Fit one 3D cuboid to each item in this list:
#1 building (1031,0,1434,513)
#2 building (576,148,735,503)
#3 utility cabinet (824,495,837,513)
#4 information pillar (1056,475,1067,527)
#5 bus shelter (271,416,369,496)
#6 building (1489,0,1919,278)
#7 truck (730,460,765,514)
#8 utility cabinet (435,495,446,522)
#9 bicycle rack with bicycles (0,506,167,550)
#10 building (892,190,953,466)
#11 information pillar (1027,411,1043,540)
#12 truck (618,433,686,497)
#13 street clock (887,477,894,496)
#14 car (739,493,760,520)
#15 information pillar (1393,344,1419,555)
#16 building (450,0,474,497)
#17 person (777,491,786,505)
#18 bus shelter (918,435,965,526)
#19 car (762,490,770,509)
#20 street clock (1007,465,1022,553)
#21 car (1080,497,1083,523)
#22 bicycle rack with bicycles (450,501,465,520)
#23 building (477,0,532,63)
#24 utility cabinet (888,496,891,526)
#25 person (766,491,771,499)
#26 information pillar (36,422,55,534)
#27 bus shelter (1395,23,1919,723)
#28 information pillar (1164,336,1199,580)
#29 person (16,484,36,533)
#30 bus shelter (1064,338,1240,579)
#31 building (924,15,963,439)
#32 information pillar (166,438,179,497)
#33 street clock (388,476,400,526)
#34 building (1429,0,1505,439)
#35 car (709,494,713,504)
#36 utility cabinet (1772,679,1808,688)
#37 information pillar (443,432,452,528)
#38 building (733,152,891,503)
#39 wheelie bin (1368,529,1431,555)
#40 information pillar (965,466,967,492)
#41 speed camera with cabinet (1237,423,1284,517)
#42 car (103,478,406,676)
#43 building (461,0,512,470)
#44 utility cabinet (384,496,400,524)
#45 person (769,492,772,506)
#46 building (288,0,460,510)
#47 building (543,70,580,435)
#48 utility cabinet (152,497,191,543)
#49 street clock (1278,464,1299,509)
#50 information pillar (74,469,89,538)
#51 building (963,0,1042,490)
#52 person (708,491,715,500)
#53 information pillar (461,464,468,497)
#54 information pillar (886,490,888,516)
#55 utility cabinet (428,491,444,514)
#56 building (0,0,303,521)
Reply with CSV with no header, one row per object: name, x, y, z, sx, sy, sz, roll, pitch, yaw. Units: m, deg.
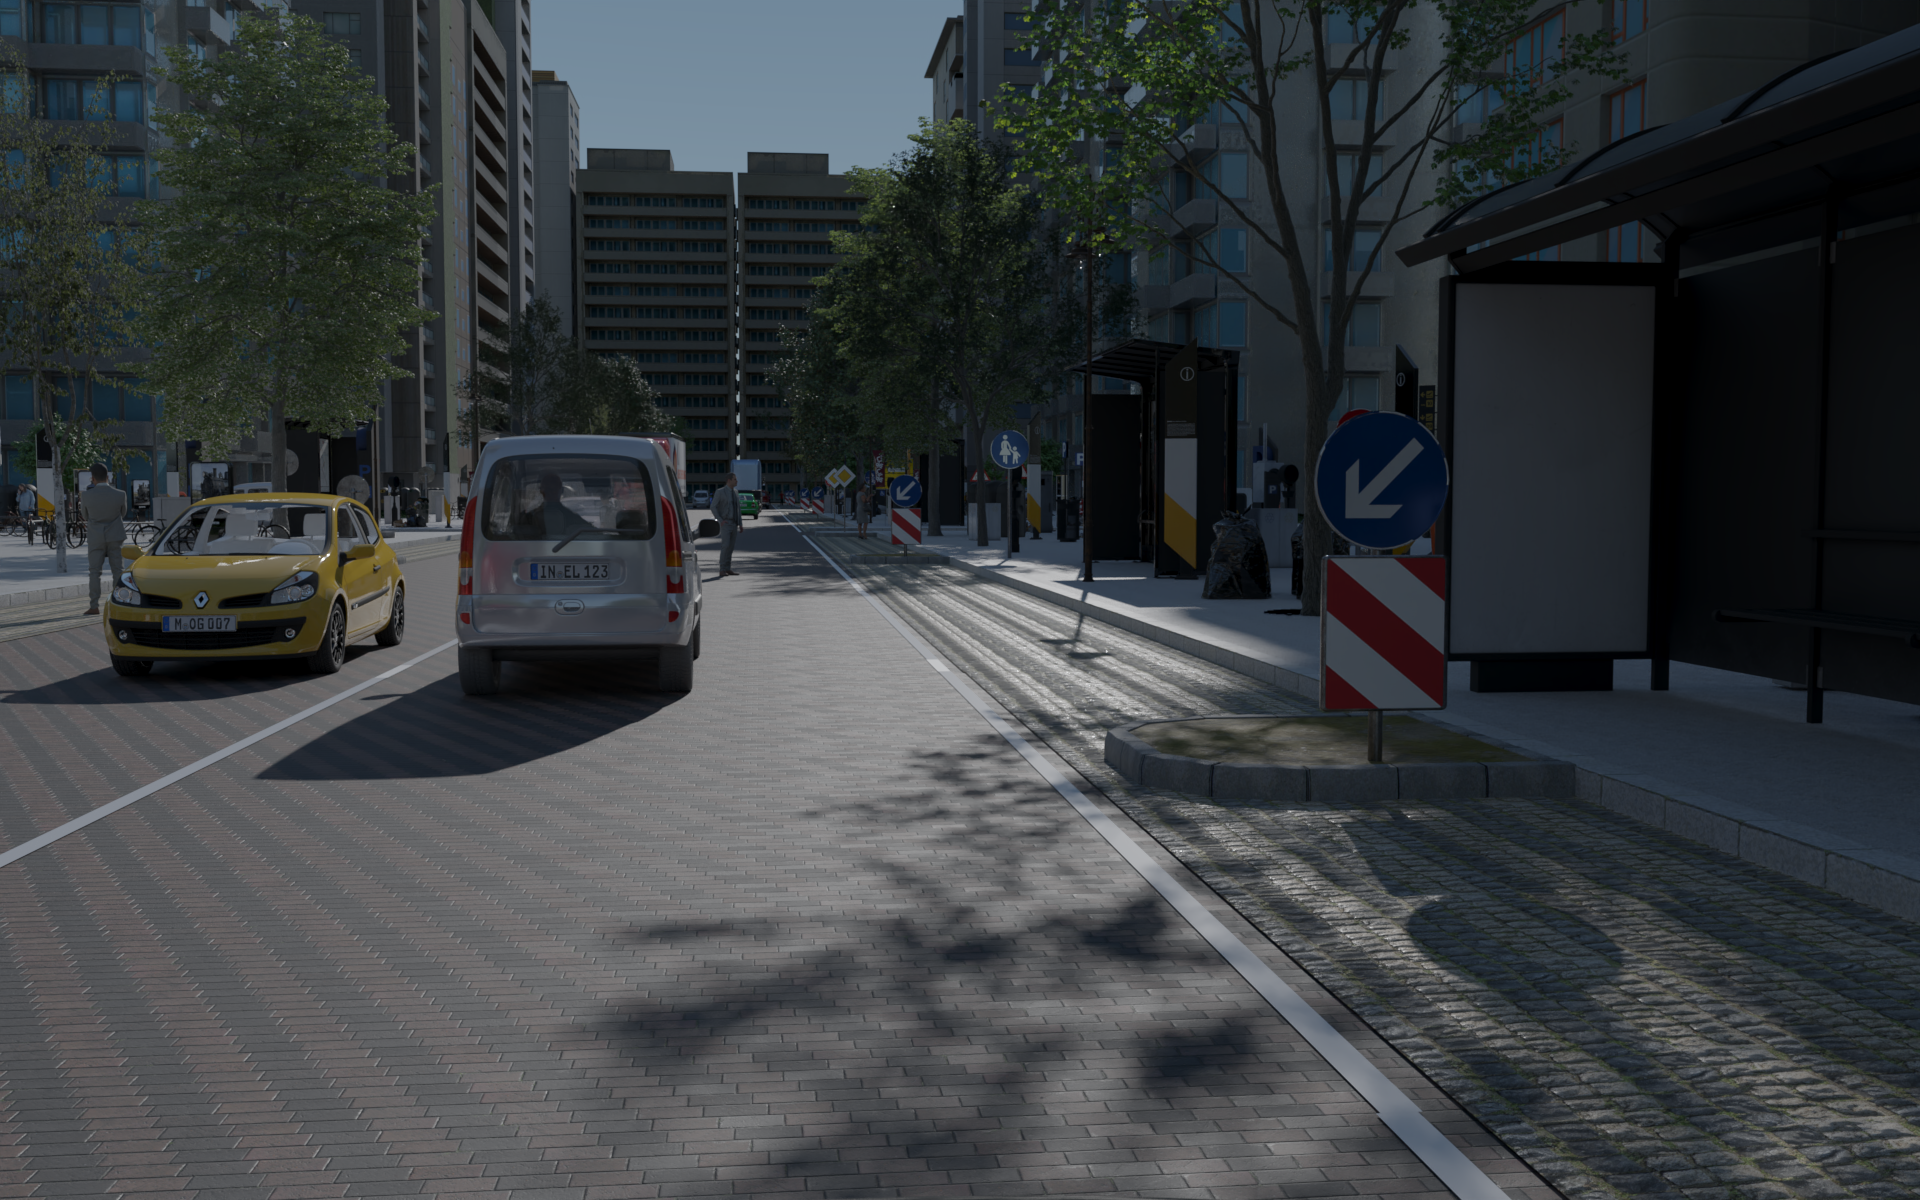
building,17.502,-31.121,128.436,23.786,49.044,30.456,0,4,-7
building,-42.508,-38.067,246.089,21.600,48.544,21.300,0,4,-7
utility cabinet,-8.636,-6.463,116.838,1.020,1.237,0.306,0,4,8
information pillar,3.953,-3.843,67.329,0.304,2.012,0.304,-3,5,-42
bus shelter,-19.489,-3.799,53.399,1.731,3.624,6.357,0,4,-7
building,28.742,-11.360,30.777,27.650,21.520,28.899,0,4,-7
truck,-16.151,-8.557,129.659,2.967,4.110,18.799,0,4,-6
utility cabinet,-23.896,-4.189,79.658,0.306,1.237,1.020,0,4,-6
bicycle rack with bicycles,-20.374,-1.691,41.025,2.852,0.926,2.925,1,4,21
building,-2.923,-36.550,247.698,14.200,45.320,14.600,0,4,-7
information pillar,2.088,-3.504,48.642,0.504,3.616,0.183,-3,5,-45
truck,-14.522,-5.648,81.266,2.839,4.237,11.283,0,4,-5
street clock,-2.965,-4.272,74.410,0.358,2.002,0.471,1,4,15
car,-12.313,-5.458,98.036,1.959,1.807,4.718,0,4,-6
information pillar,6.909,-2.173,26.890,0.183,3.616,0.504,-1,4,-22
building,-48.891,-30.196,143.807,14.600,45.320,14.200,0,4,-7
person,-20.645,-11.765,200.787,1.348,1.831,0.705,-3,5,-41
bus shelter,-0.916,-4.930,71.893,1.731,3.624,6.357,0,4,-6
car,-19.258,-9.591,165.480,2.281,1.827,5.304,0,4,-6
street clock,1.196,-2.043,37.978,0.358,2.002,0.471,-1,4,-14
car,6.977,-3.391,64.113,5.304,1.827,2.281,0,4,-5
bicycle rack with bicycles,-24.064,-4.391,85.168,2.852,0.926,2.925,1,4,11
building,-60.829,-39.443,186.897,28.212,58.520,21.231,0,4,-7
utility cabinet,-2.691,-3.610,70.187,0.306,1.237,1.020,-1,4,-13
person,-19.497,-10.225,176.194,0.721,1.766,1.217,1,4,11
information pillar,-29.519,-3.949,55.925,0.504,3.616,0.183,-3,4,-38
bus shelter,4.152,-0.904,8.709,2.014,3.302,5.546,0,4,-7
information pillar,3.319,-2.112,25.889,0.504,3.616,0.183,1,4,15
person,-32.255,-3.129,59.917,0.793,1.790,0.793,-2,4,-31
bus shelter,3.128,-2.327,29.327,1.731,3.624,6.357,0,4,-6
building,11.624,-36.822,191.270,28.713,52.752,27.495,0,4,-7
information pillar,-29.717,-4.530,65.416,0.504,3.616,0.183,1,4,19
street clock,-22.541,-3.942,69.022,0.358,2.002,0.471,1,4,18
building,23.751,-28.878,91.762,30.456,49.044,23.786,0,4,-7
car,-30.027,-12.377,211.946,1.945,1.707,3.694,0,4,-8
utility cabinet,6.005,-0.165,11.370,1.173,1.500,0.318,0,4,2
information pillar,-19.520,-4.559,65.887,0.183,3.616,0.504,-2,4,-35
building,-21.074,-38.230,248.762,21.600,48.544,21.300,0,4,-7
wheelie bin,7.079,-1.254,28.418,0.980,1.594,0.693,0,4,-5
information pillar,0.255,-8.171,124.953,0.504,3.616,0.183,0,4,6
speed camera with cabinet,7.967,-3.274,47.867,2.038,3.252,0.660,-2,4,-26
car,-5.972,-0.289,14.948,2.015,1.641,3.980,0,4,-7
building,-54.310,-32.867,161.072,21.300,48.544,21.600,0,4,-7
utility cabinet,-24.216,-3.832,73.817,0.306,1.237,1.020,0,4,4
person,-23.875,-12.676,216.427,0.721,1.739,1.217,3,4,36
building,-46.131,-27.277,129.570,14.154,41.232,14.086,0,4,-7
building,-67.701,-42.877,243.030,28.212,58.520,21.231,0,4,-7
utility cabinet,-17.568,-1.693,38.849,0.306,1.237,1.020,2,4,26
street clock,8.031,-2.313,42.387,0.471,2.002,0.358,-2,4,-28
information pillar,-25.626,-2.818,50.560,0.304,2.012,0.304,3,5,40
building,10.837,-37.983,163.020,21.231,58.520,28.212,0,4,-7
person,-24.626,-10.041,173.394,1.217,1.735,0.721,-2,4,-28
information pillar,-38.211,-8.696,133.539,0.504,3.616,0.183,-1,4,-12
information pillar,-4.055,-5.839,99.960,0.304,2.012,0.304,2,4,33
utility cabinet,-32.511,-6.058,107.719,0.318,1.500,1.173,2,4,28
building,-49.355,-28.959,93.091,23.786,49.044,30.456,0,4,-7
